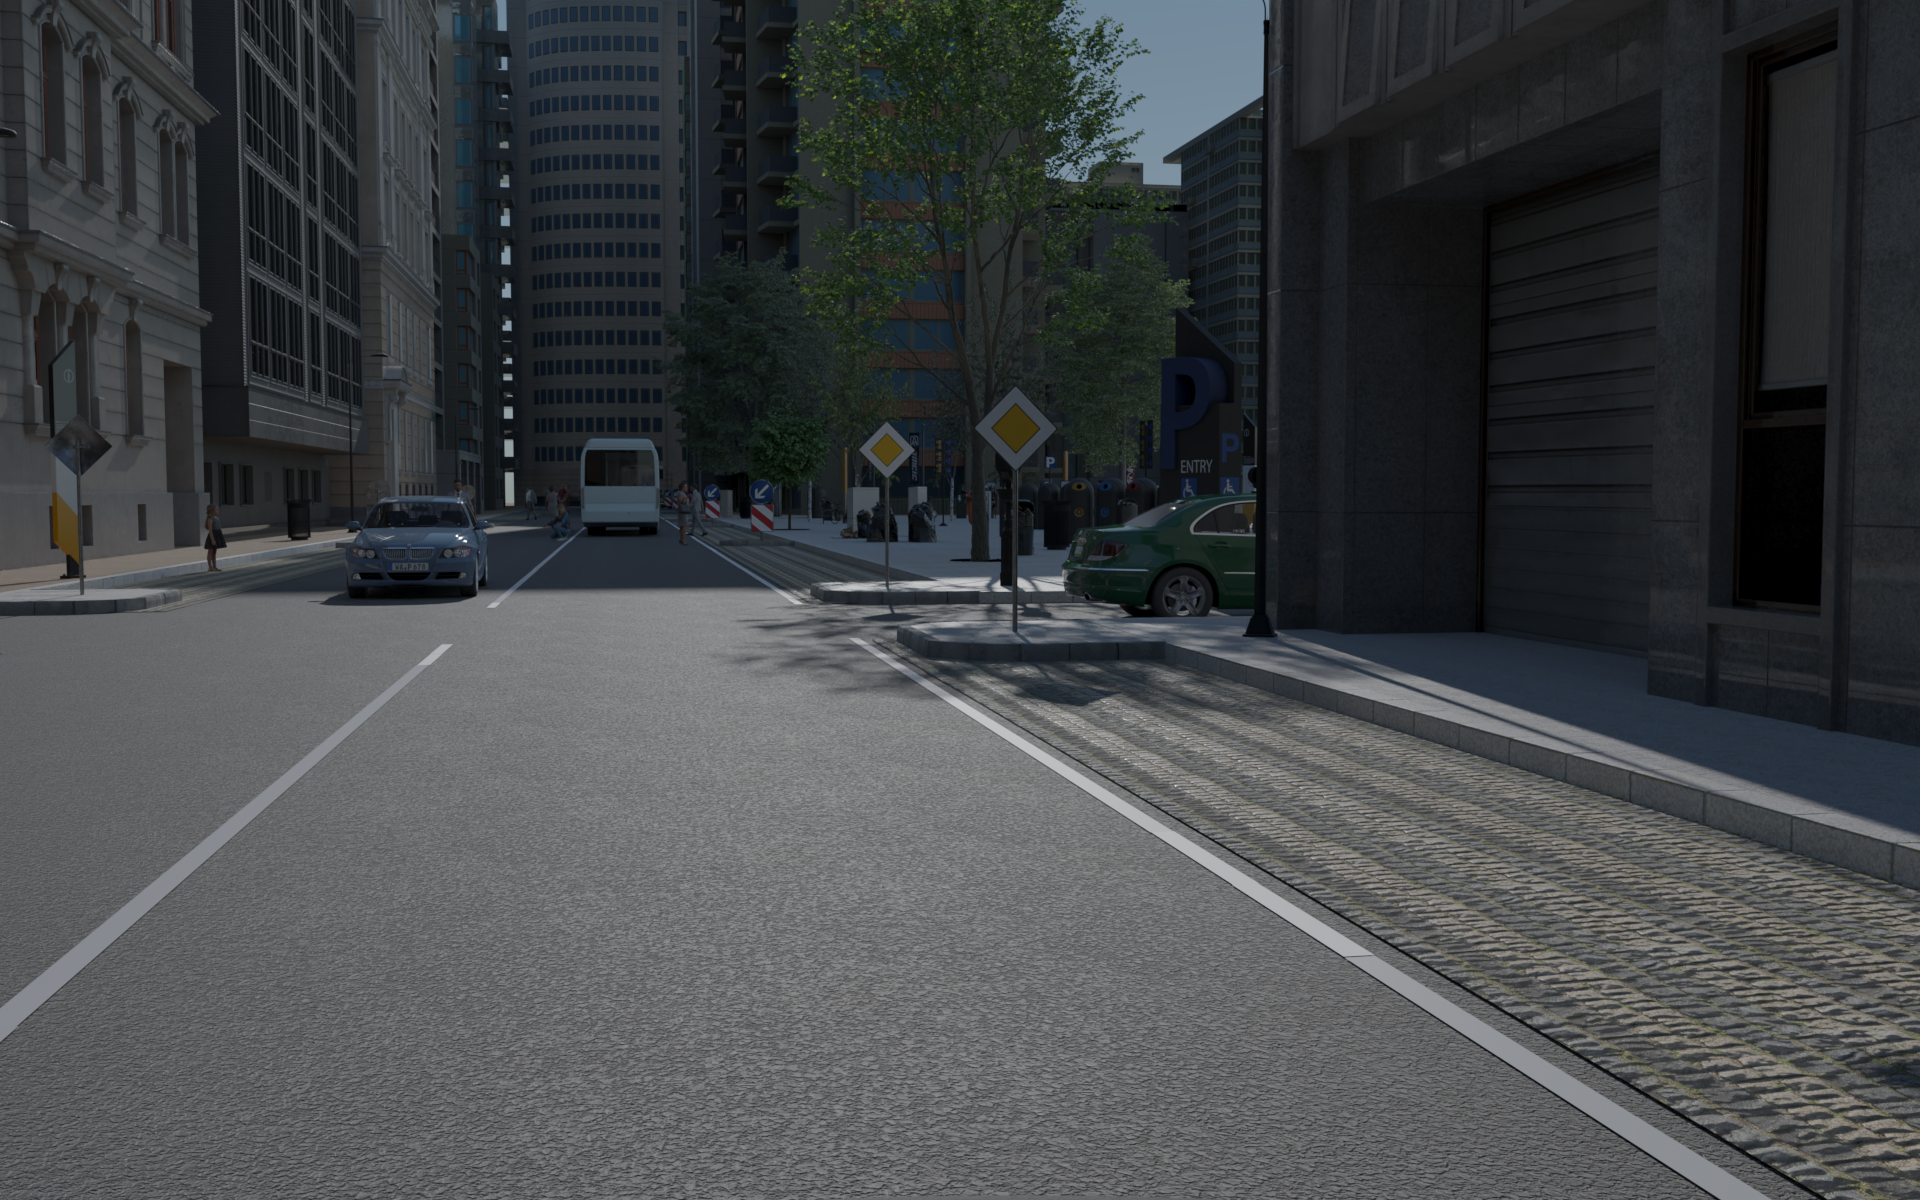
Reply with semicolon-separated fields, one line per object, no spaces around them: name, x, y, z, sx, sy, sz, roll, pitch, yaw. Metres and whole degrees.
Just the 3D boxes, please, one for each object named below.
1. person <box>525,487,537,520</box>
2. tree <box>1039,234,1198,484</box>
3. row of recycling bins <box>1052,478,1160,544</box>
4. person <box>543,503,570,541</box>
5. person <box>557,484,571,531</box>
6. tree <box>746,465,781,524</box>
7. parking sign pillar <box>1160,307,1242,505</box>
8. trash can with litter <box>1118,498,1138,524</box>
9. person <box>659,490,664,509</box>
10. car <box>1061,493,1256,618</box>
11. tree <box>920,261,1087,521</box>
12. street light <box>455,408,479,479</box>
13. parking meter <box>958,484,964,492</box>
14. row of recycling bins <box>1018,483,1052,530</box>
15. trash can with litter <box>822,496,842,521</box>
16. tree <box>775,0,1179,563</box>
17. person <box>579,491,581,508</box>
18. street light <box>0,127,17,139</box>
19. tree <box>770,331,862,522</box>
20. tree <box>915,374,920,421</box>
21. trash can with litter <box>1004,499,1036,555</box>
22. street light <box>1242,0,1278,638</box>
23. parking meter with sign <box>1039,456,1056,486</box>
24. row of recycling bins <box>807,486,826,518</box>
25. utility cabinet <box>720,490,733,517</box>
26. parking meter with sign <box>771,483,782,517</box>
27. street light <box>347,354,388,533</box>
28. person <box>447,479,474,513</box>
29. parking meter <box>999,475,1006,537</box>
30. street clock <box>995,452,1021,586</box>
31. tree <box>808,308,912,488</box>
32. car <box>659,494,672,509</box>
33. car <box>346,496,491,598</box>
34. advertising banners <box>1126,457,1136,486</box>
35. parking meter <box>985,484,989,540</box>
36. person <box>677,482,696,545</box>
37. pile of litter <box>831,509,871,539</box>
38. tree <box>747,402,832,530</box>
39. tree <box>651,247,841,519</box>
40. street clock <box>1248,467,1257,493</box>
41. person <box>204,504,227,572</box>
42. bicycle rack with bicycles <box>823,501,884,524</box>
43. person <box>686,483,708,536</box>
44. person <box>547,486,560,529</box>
person;-23.583;-5.301;95.277;0.850;1.850;0.679;3;4;38
tree;7.259;-9.626;75.511;7.486;12.596;7.792;0;3;0
row of recycling bins;4.216;-2.268;44.193;3.534;1.692;1.069;2;4;34
person;-12.257;-2.383;52.955;0.738;1.151;1.012;-2;4;-29
person;-15.389;-3.608;67.463;0.580;1.828;0.573;1;4;10
tree;-8.379;-4.879;74.379;1.663;3.219;1.824;0;3;0
parking sign pillar;3.398;-2.204;24.509;1.447;3.967;1.447;-2;4;-32
trash can with litter;2.653;-1.184;30.420;1.678;1.210;2.233;3;4;38
person;-28.402;-9.527;164.136;0.709;1.838;0.599;2;4;33
car;3.622;-0.486;19.743;4.920;1.459;2.131;-1;4;-9
tree;1.720;-6.447;55.774;4.360;8.622;3.978;0;3;0
street light;-26.487;-7.366;92.969;1.470;5.913;1.316;-1;4;-11
parking meter;0.079;-5.731;99.420;0.255;1.863;0.399;1;4;16
row of recycling bins;3.649;-3.376;62.316;3.534;1.692;1.069;2;4;30
trash can with litter;-6.094;-4.383;83.043;1.055;1.170;0.624;1;4;14
tree;0.382;-6.545;32.763;9.928;11.665;9.643;0;3;0
person;-32.346;-8.511;148.435;0.721;1.735;1.217;-2;4;-30
street light;-12.654;-3.026;22.011;1.470;5.913;1.316;-1;4;-11
tree;-6.688;-7.898;79.503;4.360;8.622;3.978;0;3;0
tree;-0.284;-8.041;81.830;4.360;8.622;3.978;0;3;0
trash can with litter;1.284;-1.534;36.464;0.624;1.170;1.055;0;4;7
street light;2.178;-2.619;15.369;1.470;5.913;1.316;-1;4;-11
parking meter with sign;4.018;-5.184;81.020;0.543;3.016;1.738;-1;4;-11
row of recycling bins;-7.697;-5.244;92.846;1.069;1.692;3.534;0;4;-6
utility cabinet;-12.753;-5.258;94.654;0.318;1.500;1.173;-2;4;-26
parking meter with sign;-10.389;-6.231;98.144;0.543;3.016;1.738;0;4;3
street light;-19.596;-5.185;57.321;1.470;5.913;1.316;-1;4;-11
person;-11.813;-1.959;40.802;0.678;1.792;0.850;-1;4;-19
parking meter;1.359;-2.827;51.938;0.255;1.863;0.399;-1;4;-21
street clock;0.679;-1.200;24.192;0.358;2.002;0.471;1;4;23
tree;-3.972;-7.201;68.092;4.737;8.622;4.395;0;3;0
car;-27.610;-9.273;160.411;1.959;1.807;4.718;-1;4;-11
car;-7.947;-0.831;25.585;2.014;1.417;4.499;-1;4;-13
advertising banners;7.334;-5.263;82.239;2.074;3.025;0.090;1;4;13
parking meter;0.481;-1.925;39.881;0.372;1.533;0.369;0;3;0
person;-7.708;-2.436;48.689;0.532;1.782;0.716;0;4;3
pile of litter;-2.956;-2.217;50.216;1.719;0.858;1.176;-1;4;-20
tree;-6.108;-4.766;61.637;4.285;4.588;4.351;0;3;0
tree;-10.588;-11.138;88.758;9.857;13.997;8.962;0;3;0
street clock;7.826;-2.508;45.579;0.471;2.002;0.358;-1;4;-20
person;-13.710;-1.145;31.897;0.373;1.253;0.362;1;4;9
bicycle rack with bicycles;-4.424;-3.726;74.302;2.852;0.926;2.925;2;4;33
person;-8.933;-3.050;58.639;0.850;1.792;0.678;1;4;10
person;-16.768;-3.852;71.845;0.716;1.782;0.532;0;4;-3
